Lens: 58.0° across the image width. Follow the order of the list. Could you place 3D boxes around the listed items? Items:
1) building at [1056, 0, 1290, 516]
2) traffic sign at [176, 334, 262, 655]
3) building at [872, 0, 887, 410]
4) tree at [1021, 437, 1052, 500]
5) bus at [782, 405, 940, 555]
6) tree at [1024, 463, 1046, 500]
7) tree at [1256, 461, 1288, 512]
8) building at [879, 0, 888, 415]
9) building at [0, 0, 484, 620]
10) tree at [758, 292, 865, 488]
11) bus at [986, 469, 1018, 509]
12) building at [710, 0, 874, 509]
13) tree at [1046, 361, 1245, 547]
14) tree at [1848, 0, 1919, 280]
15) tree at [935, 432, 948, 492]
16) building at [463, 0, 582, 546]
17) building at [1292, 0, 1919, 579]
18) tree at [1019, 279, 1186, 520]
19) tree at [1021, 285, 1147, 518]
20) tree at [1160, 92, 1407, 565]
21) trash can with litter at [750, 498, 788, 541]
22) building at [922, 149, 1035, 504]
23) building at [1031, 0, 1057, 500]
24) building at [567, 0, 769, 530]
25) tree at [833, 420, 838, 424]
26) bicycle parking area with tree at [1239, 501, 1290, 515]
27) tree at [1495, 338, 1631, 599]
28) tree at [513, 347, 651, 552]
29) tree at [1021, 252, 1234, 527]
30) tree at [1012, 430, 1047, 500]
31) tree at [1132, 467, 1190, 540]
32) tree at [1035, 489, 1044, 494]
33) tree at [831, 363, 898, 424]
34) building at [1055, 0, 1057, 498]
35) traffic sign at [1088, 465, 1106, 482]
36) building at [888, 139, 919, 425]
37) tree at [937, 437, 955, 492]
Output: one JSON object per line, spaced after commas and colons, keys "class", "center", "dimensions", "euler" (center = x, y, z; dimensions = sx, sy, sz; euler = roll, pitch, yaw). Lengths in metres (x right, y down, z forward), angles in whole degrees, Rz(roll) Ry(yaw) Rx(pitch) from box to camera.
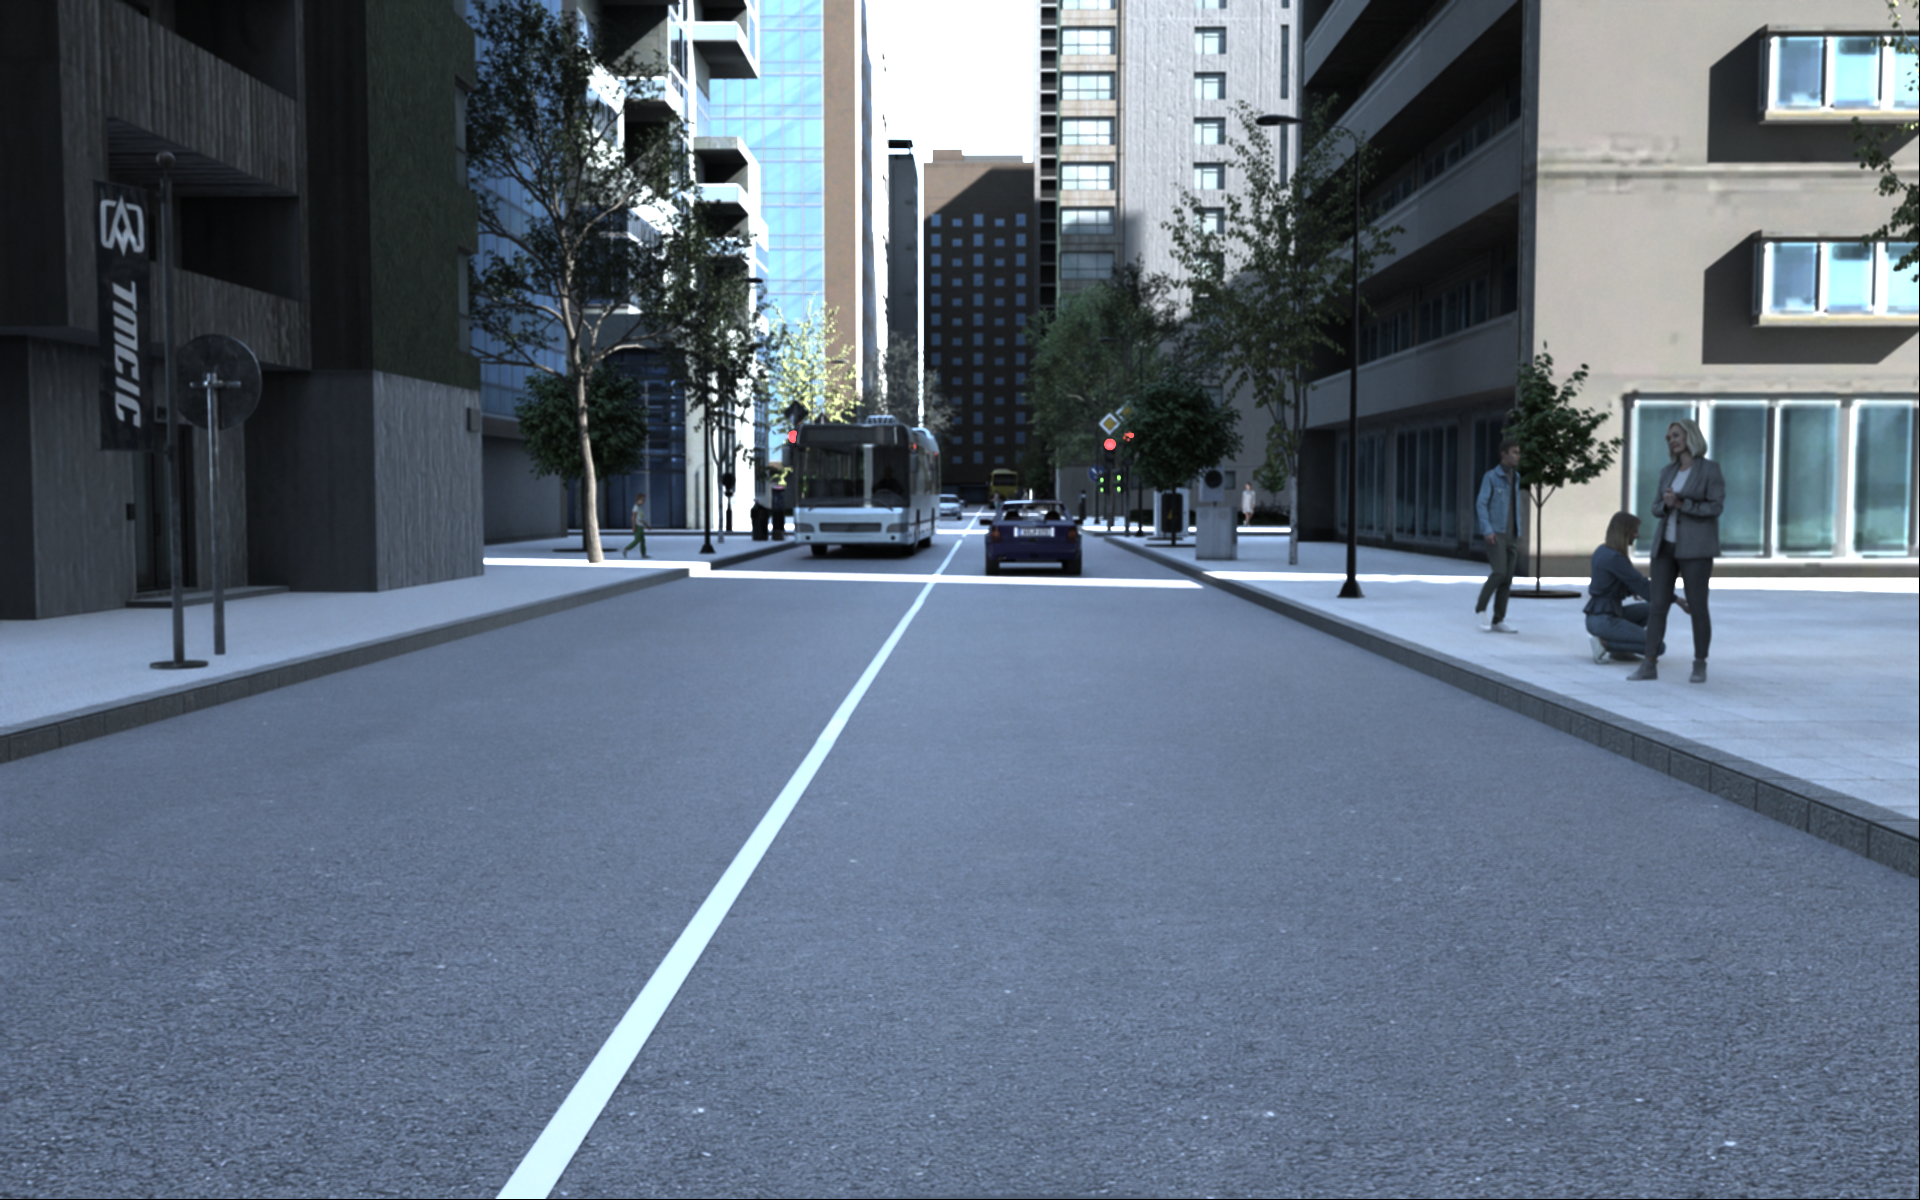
{"class": "building", "center": [12.838, -25.779, 105.084], "dimensions": [14.154, 41.232, 14.086], "euler": [0, 4, 1]}
{"class": "traffic sign", "center": [-5.923, -0.836, 13.782], "dimensions": [0.768, 2.556, 0.104], "euler": [0, 4, 5]}
{"class": "building", "center": [-20.352, -34.212, 148.603], "dimensions": [28.713, 52.752, 27.495], "euler": [0, 4, 1]}
{"class": "tree", "center": [9.247, -15.995, 211.878], "dimensions": [4.360, 8.622, 3.978], "euler": [0, 3, 0]}
{"class": "bus", "center": [-2.134, -2.966, 43.358], "dimensions": [2.948, 3.499, 13.247], "euler": [0, 4, 2]}
{"class": "tree", "center": [8.451, -12.260, 184.159], "dimensions": [4.285, 4.588, 4.351], "euler": [0, 3, 0]}
{"class": "tree", "center": [15.546, -5.609, 86.304], "dimensions": [1.663, 3.219, 1.824], "euler": [0, 3, 0]}
{"class": "building", "center": [-15.440, -44.900, 172.363], "dimensions": [20.563, 71.187, 20.611], "euler": [0, 4, 1]}
{"class": "building", "center": [-14.665, -15.170, 19.728], "dimensions": [14.160, 30.474, 14.107], "euler": [0, 4, 1]}
{"class": "tree", "center": [-5.760, -6.958, 64.127], "dimensions": [4.737, 8.622, 4.395], "euler": [0, 3, 0]}
{"class": "bus", "center": [4.199, -10.956, 170.669], "dimensions": [2.896, 3.916, 12.252], "euler": [0, 4, -1]}
{"class": "building", "center": [-12.753, -27.933, 106.816], "dimensions": [14.600, 45.320, 14.200], "euler": [0, 4, 1]}
{"class": "tree", "center": [5.169, -3.592, 42.449], "dimensions": [4.285, 4.588, 4.351], "euler": [0, 3, 0]}
{"class": "tree", "center": [13.354, -4.380, 21.984], "dimensions": [4.737, 8.622, 4.395], "euler": [0, 3, 0]}
{"class": "tree", "center": [-3.184, -14.716, 190.967], "dimensions": [4.737, 8.622, 4.395], "euler": [0, 3, 0]}
{"class": "building", "center": [-18.463, -24.068, 43.630], "dimensions": [14.200, 45.320, 14.600], "euler": [0, 4, 1]}
{"class": "building", "center": [19.506, -25.167, 35.182], "dimensions": [21.300, 48.544, 21.600], "euler": [0, 4, 1]}
{"class": "tree", "center": [7.068, -9.741, 85.020], "dimensions": [9.928, 11.665, 9.643], "euler": [0, 3, 0]}
{"class": "tree", "center": [7.044, -10.786, 94.481], "dimensions": [7.486, 12.596, 7.792], "euler": [0, 3, 0]}
{"class": "tree", "center": [5.826, -4.950, 31.293], "dimensions": [4.737, 8.622, 4.395], "euler": [0, 3, 0]}
{"class": "trash can with litter", "center": [-5.261, -2.222, 47.711], "dimensions": [1.055, 1.170, 0.624], "euler": [0, 4, -1]}
{"class": "building", "center": [2.458, -35.312, 227.461], "dimensions": [14.200, 45.320, 14.600], "euler": [0, 4, 1]}
{"class": "building", "center": [19.916, -48.388, 229.391], "dimensions": [20.611, 71.187, 20.563], "euler": [0, 4, 1]}
{"class": "building", "center": [-19.680, -46.634, 75.137], "dimensions": [22.319, 86.520, 31.000], "euler": [0, 4, 1]}
{"class": "tree", "center": [-5.457, -5.681, 76.599], "dimensions": [4.285, 4.588, 4.351], "euler": [0, 3, 0]}
{"class": "bicycle parking area with tree", "center": [18.898, -6.469, 92.777], "dimensions": [9.016, 4.147, 8.231], "euler": [2, 4, 34]}
{"class": "tree", "center": [7.184, -1.649, 21.564], "dimensions": [1.663, 3.219, 1.824], "euler": [0, 3, 0]}
{"class": "tree", "center": [-8.433, -3.378, 38.946], "dimensions": [4.285, 4.588, 4.351], "euler": [0, 3, 0]}
{"class": "tree", "center": [6.071, -8.120, 67.179], "dimensions": [8.767, 10.594, 7.601], "euler": [-3, 4, -36]}
{"class": "tree", "center": [7.930, -14.804, 192.409], "dimensions": [4.737, 8.622, 4.395], "euler": [0, 3, 0]}
{"class": "tree", "center": [5.619, -3.298, 48.526], "dimensions": [1.663, 3.219, 1.824], "euler": [0, 3, 0]}
{"class": "tree", "center": [9.135, -12.543, 199.681], "dimensions": [1.663, 3.219, 1.824], "euler": [0, 3, 0]}
{"class": "tree", "center": [-5.214, -8.946, 96.625], "dimensions": [4.360, 8.622, 3.978], "euler": [0, 3, 0]}
{"class": "building", "center": [21.222, -39.818, 193.031], "dimensions": [21.231, 58.520, 28.212], "euler": [0, 4, 1]}
{"class": "traffic sign", "center": [5.927, -4.578, 74.953], "dimensions": [0.768, 2.556, 0.104], "euler": [1, 4, 9]}
{"class": "building", "center": [-11.795, -31.666, 201.336], "dimensions": [14.086, 41.232, 14.154], "euler": [0, 4, 1]}
{"class": "tree", "center": [-3.020, -16.030, 212.453], "dimensions": [4.360, 8.622, 3.978], "euler": [0, 3, 0]}
